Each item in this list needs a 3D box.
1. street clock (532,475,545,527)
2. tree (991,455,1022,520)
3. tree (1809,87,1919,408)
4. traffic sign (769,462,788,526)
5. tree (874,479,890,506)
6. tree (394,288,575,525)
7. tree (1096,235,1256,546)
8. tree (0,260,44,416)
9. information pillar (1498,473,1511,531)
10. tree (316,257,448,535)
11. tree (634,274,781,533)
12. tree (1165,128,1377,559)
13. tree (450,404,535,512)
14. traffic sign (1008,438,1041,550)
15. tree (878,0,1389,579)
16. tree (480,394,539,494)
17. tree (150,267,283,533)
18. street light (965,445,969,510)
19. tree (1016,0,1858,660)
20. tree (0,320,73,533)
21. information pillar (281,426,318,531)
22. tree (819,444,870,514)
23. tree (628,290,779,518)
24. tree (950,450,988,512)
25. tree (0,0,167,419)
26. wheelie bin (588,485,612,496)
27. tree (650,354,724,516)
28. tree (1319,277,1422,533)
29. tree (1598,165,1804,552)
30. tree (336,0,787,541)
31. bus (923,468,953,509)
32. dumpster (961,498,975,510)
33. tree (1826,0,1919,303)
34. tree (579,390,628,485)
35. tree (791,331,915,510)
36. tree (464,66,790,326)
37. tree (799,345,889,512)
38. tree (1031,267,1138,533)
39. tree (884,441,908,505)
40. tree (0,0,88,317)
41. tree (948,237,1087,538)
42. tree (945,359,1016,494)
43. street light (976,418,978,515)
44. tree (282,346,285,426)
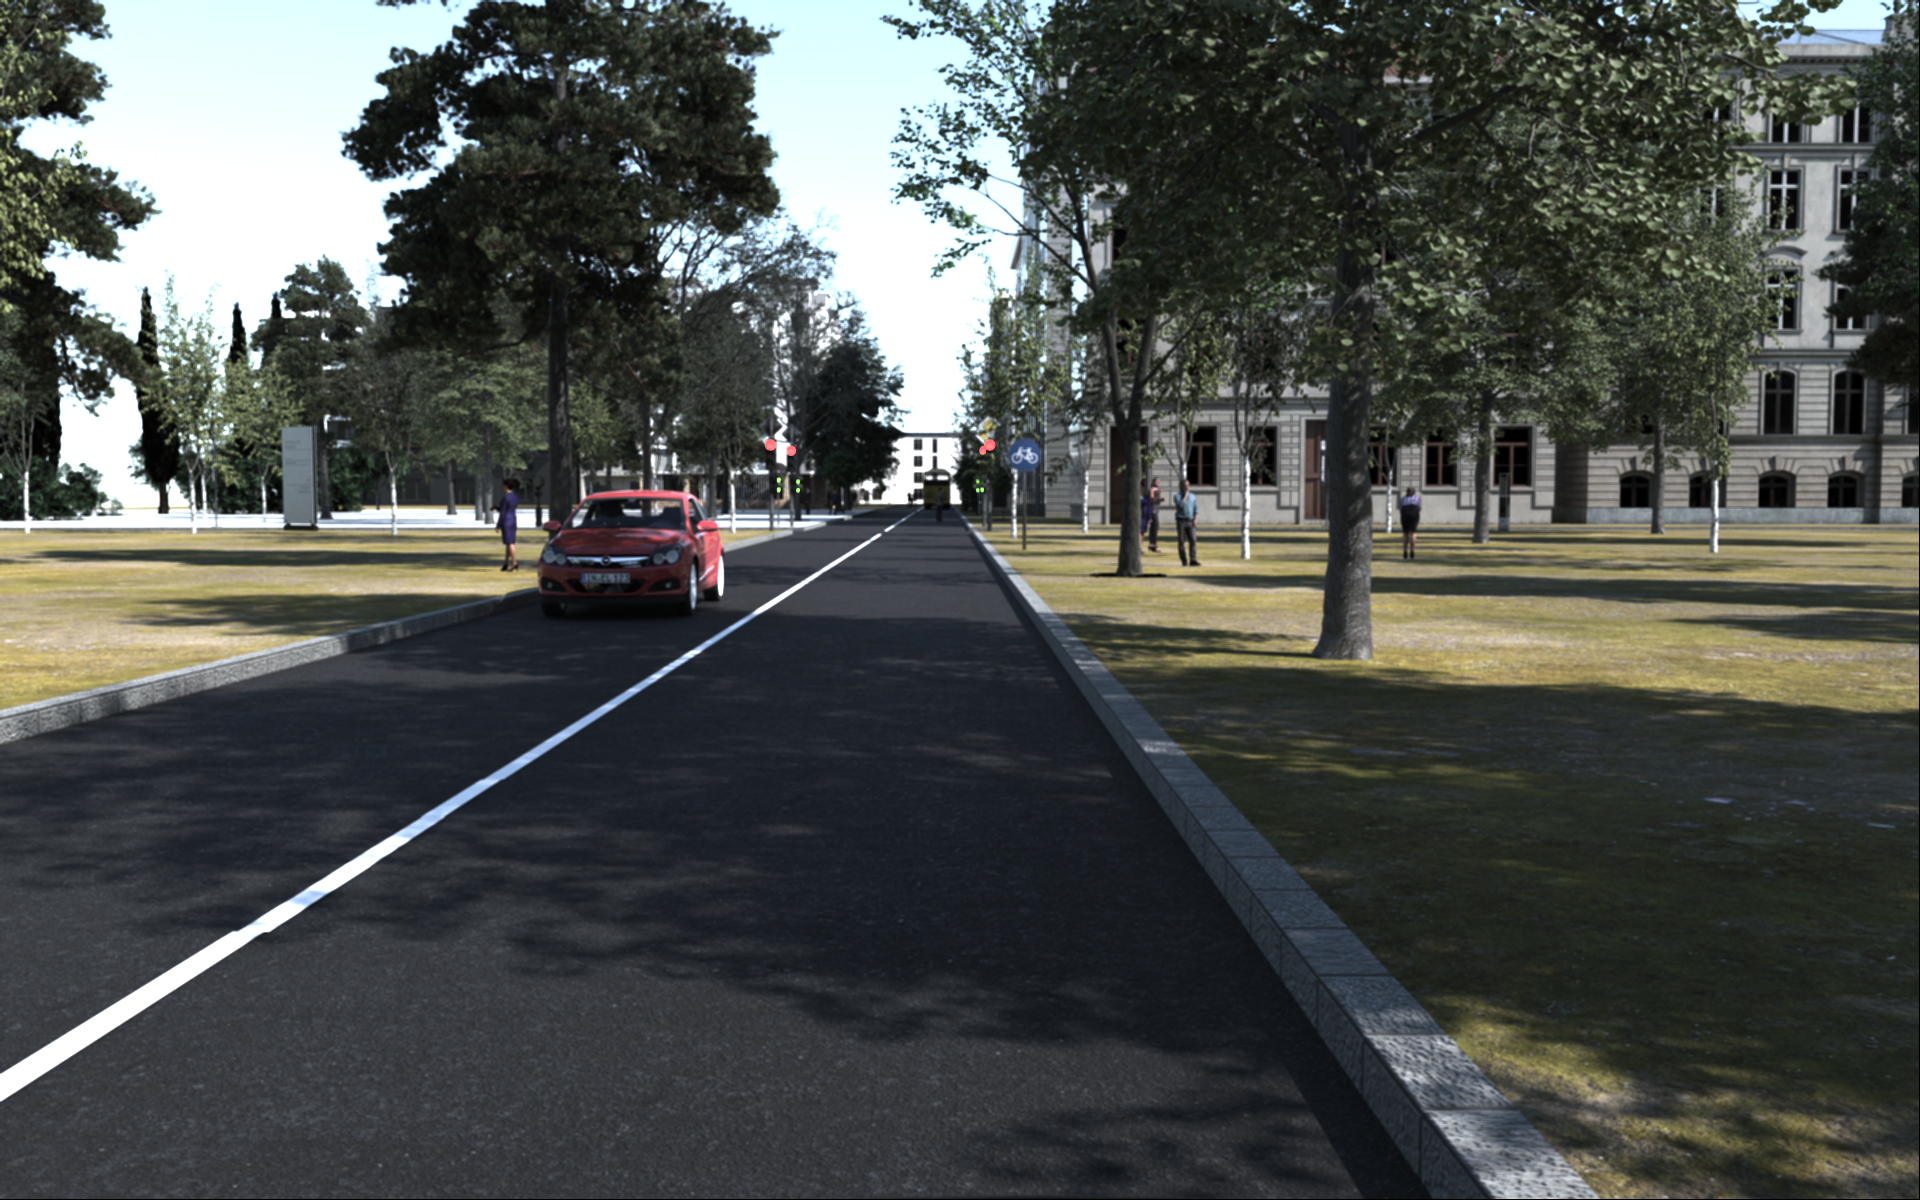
[{"bbox_3d":[-16.420,-3.849,67.507,0.471,2.002,0.358,2,4,28],"label":"street clock"},{"bbox_3d":[2.282,-5.579,85.813,1.663,3.219,1.824,0,3,0],"label":"tree"},{"bbox_3d":[25.540,-8.276,42.743,7.806,13.903,7.818,0,3,0],"label":"tree"},{"bbox_3d":[-7.300,-4.248,69.560,0.768,2.556,0.104,0,4,1],"label":"traffic sign"},{"bbox_3d":[-8.865,-12.157,193.365,1.663,3.219,1.824,0,3,0],"label":"tree"},{"bbox_3d":[-23.093,-10.013,81.836,7.486,12.596,7.792,0,3,0],"label":"tree"},{"bbox_3d":[5.475,-5.659,42.891,4.737,8.622,4.395,0,3,0],"label":"tree"},{"bbox_3d":[-27.895,-8.452,44.849,9.857,13.997,8.962,0,3,0],"label":"tree"},{"bbox_3d":[19.082,-3.438,60.708,0.304,2.012,0.304,3,4,36],"label":"information pillar"},{"bbox_3d":[-17.656,-6.319,53.684,4.360,8.622,3.978,0,3,0],"label":"tree"},{"bbox_3d":[-7.680,-6.509,56.790,4.360,8.622,3.978,0,3,0],"label":"tree"},{"bbox_3d":[5.917,-5.129,34.218,4.360,8.622,3.978,0,3,0],"label":"tree"},{"bbox_3d":[-32.928,-11.400,120.810,7.601,10.594,8.767,-1,4,-9],"label":"tree"},{"bbox_3d":[1.481,-2.422,39.708,0.768,2.556,0.104,0,4,2],"label":"traffic sign"},{"bbox_3d":[2.553,-6.153,26.352,9.928,11.665,9.643,0,3,0],"label":"tree"},{"bbox_3d":[-24.809,-8.806,94.342,4.360,8.622,3.978,0,3,0],"label":"tree"},{"bbox_3d":[-24.942,-6.464,56.052,4.737,8.622,4.395,0,3,0],"label":"tree"},{"bbox_3d":[0.630,-10.404,142.886,0.468,5.910,1.993,0,4,-1],"label":"street light"},{"bbox_3d":[3.314,-5.834,13.520,7.486,12.596,7.792,0,3,0],"label":"tree"},{"bbox_3d":[-31.197,-6.542,57.316,4.360,8.622,3.978,0,3,0],"label":"tree"},{"bbox_3d":[-23.079,-4.233,60.523,1.656,3.620,0.184,2,4,32],"label":"information pillar"},{"bbox_3d":[-7.584,-7.829,111.723,4.285,4.588,4.351,0,3,0],"label":"tree"},{"bbox_3d":[-13.248,-10.440,92.745,6.751,12.117,7.091,0,3,0],"label":"tree"},{"bbox_3d":[1.018,-8.664,125.362,4.285,4.588,4.351,0,3,0],"label":"tree"},{"bbox_3d":[-17.273,-6.578,29.612,6.751,12.117,7.091,0,3,0],"label":"tree"},{"bbox_3d":[-12.572,-3.232,60.750,0.980,1.594,0.693,-1,4,-19],"label":"wheelie bin"},{"bbox_3d":[-14.361,-10.721,101.037,9.928,11.665,9.643,0,3,0],"label":"tree"},{"bbox_3d":[14.043,-6.518,56.926,4.737,8.622,4.395,0,3,0],"label":"tree"},{"bbox_3d":[16.353,-5.352,37.868,4.737,8.622,4.395,0,3,0],"label":"tree"},{"bbox_3d":[-7.009,-7.555,30.943,7.806,13.903,7.818,0,3,0],"label":"tree"},{"bbox_3d":[-2.146,-10.642,165.540,2.896,3.916,12.252,0,4,0],"label":"bus"},{"bbox_3d":[0.682,-8.055,137.464,1.264,1.857,1.865,0,4,-1],"label":"dumpster"},{"bbox_3d":[18.307,-6.278,28.400,9.928,11.665,9.643,0,3,0],"label":"tree"},{"bbox_3d":[-24.823,-12.241,122.191,6.751,12.117,7.091,0,3,0],"label":"tree"},{"bbox_3d":[-8.721,-14.010,135.712,9.857,13.997,8.962,0,3,0],"label":"tree"},{"bbox_3d":[-7.985,-8.197,44.383,12.009,13.543,11.850,0,3,0],"label":"tree"},{"bbox_3d":[-8.635,-12.347,123.936,6.751,12.117,7.091,0,3,0],"label":"tree"},{"bbox_3d":[4.122,-6.526,57.071,4.360,8.622,3.978,0,3,0],"label":"tree"},{"bbox_3d":[-8.431,-15.767,208.159,4.360,8.622,3.978,0,3,0],"label":"tree"},{"bbox_3d":[-13.077,-4.377,21.934,4.737,8.622,4.395,0,3,0],"label":"tree"},{"bbox_3d":[1.591,-6.112,50.302,4.737,8.622,4.395,0,3,0],"label":"tree"},{"bbox_3d":[1.423,-8.759,93.572,4.360,8.622,3.978,0,3,0],"label":"tree"},{"bbox_3d":[1.043,-8.052,104.433,0.468,5.910,1.993,0,4,-1],"label":"street light"},{"bbox_3d":[-31.535,-7.462,72.370,4.737,8.622,4.395,0,3,0],"label":"tree"}]
